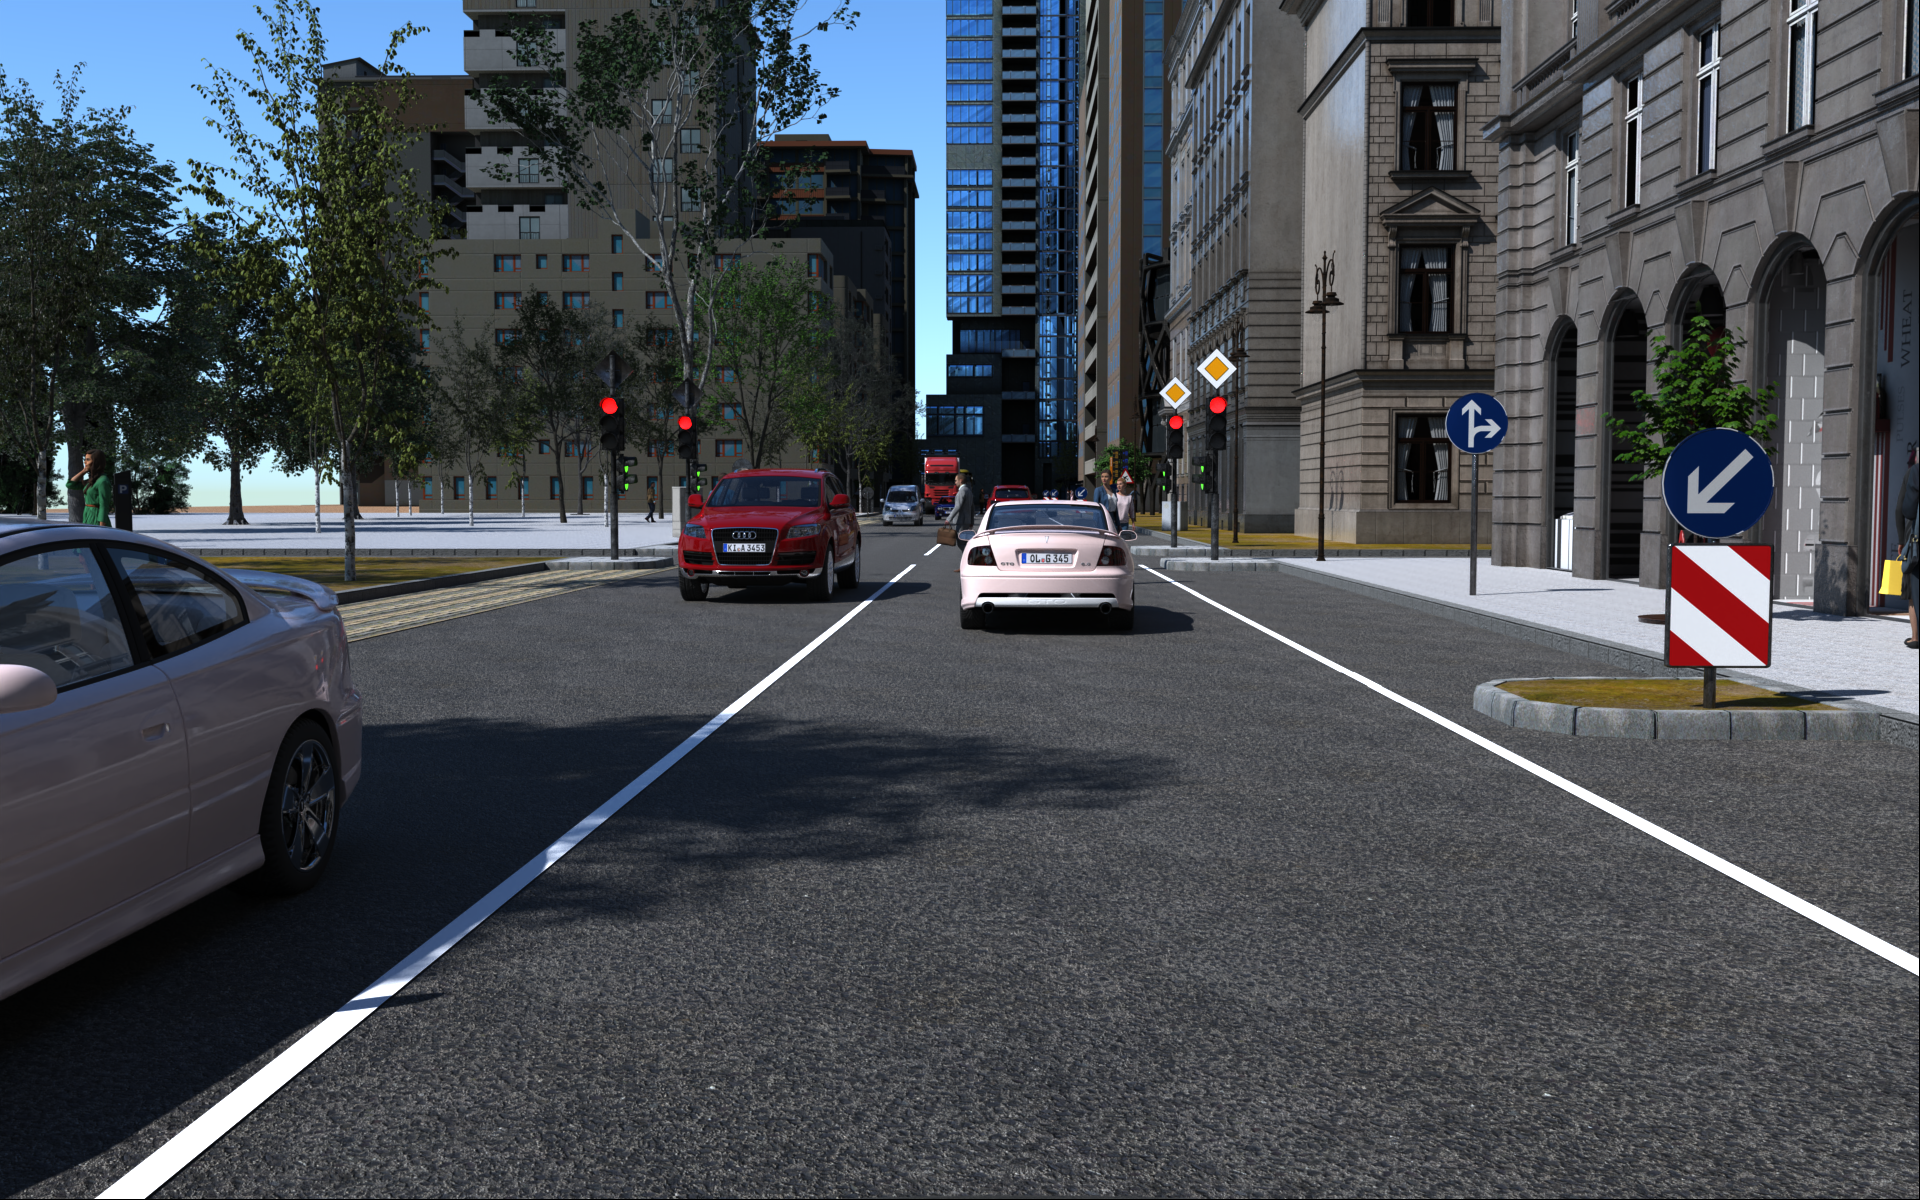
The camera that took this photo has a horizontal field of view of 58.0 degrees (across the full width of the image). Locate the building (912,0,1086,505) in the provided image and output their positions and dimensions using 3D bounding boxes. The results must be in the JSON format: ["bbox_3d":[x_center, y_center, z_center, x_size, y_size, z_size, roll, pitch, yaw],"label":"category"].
[{"bbox_3d":[10.149,-54.989,211.747,31.000,86.520,22.319,0,4,1],"label":"building"}]

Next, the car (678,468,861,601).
[{"bbox_3d":[-2.637,-0.993,24.906,2.281,1.827,5.304,0,4,3],"label":"car"}]

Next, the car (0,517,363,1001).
[{"bbox_3d":[-3.296,0.455,4.927,2.083,1.381,4.827,0,4,2],"label":"car"}]

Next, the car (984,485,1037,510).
[{"bbox_3d":[2.144,-3.943,73.135,2.281,1.827,5.304,0,4,0],"label":"car"}]

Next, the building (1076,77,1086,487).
[{"bbox_3d":[19.698,-32.581,182.815,14.600,45.320,14.200,0,4,1],"label":"building"}]

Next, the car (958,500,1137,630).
[{"bbox_3d":[0.994,-0.449,19.708,2.083,1.381,4.827,0,4,3],"label":"car"}]

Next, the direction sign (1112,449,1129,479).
[{"bbox_3d":[8.105,-5.844,87.538,0.876,3.537,0.379,2,4,30],"label":"direction sign"}]

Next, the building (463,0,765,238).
[{"bbox_3d":[-35.399,-35.897,176.158,27.495,52.752,28.713,0,4,1],"label":"building"}]

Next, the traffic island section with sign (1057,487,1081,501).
[{"bbox_3d":[6.467,-5.241,94.314,1.989,1.847,2.006,0,4,1],"label":"traffic island section with sign"}]

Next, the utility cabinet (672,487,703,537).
[{"bbox_3d":[-8.083,-2.618,51.488,0.318,1.500,1.173,2,4,26],"label":"utility cabinet"}]

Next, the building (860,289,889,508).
[{"bbox_3d":[-21.383,-19.318,160.894,27.650,21.520,28.899,0,4,1],"label":"building"}]

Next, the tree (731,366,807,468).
[{"bbox_3d":[-10.391,-8.957,96.809,4.360,8.622,3.978,0,3,0],"label":"tree"}]

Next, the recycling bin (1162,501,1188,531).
[{"bbox_3d":[7.517,-2.937,60.571,0.722,1.027,0.722,2,4,29],"label":"recycling bin"}]

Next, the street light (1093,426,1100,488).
[{"bbox_3d":[9.040,-8.724,115.419,0.468,5.910,1.993,0,4,1],"label":"street light"}]

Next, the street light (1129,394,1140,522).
[{"bbox_3d":[8.133,-6.587,80.491,0.468,5.910,1.993,0,4,1],"label":"street light"}]

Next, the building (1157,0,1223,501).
[{"bbox_3d":[17.244,-18.197,83.418,13.634,28.700,20.117,0,4,1],"label":"building"}]

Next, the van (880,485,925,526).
[{"bbox_3d":[-2.567,-4.360,78.302,2.013,2.044,4.112,0,4,2],"label":"van"}]

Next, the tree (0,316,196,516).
[{"bbox_3d":[-58.104,-12.641,108.506,18.604,14.587,13.155,1,4,13],"label":"tree"}]

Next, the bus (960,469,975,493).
[{"bbox_3d":[-0.016,-11.268,175.770,2.896,3.916,12.252,0,3,0],"label":"bus"}]

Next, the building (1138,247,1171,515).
[{"bbox_3d":[19.506,-14.709,107.942,16.820,18.784,16.811,0,4,1],"label":"building"}]

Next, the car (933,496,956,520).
[{"bbox_3d":[-0.493,-5.136,96.561,1.945,1.354,3.894,0,4,2],"label":"car"}]

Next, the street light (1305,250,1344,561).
[{"bbox_3d":[6.930,-3.687,33.073,0.468,5.910,1.993,0,4,1],"label":"street light"}]

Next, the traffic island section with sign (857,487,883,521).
[{"bbox_3d":[-4.962,-5.230,94.143,1.989,1.847,2.006,0,4,1],"label":"traffic island section with sign"}]

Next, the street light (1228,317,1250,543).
[{"bbox_3d":[7.245,-4.439,45.367,0.468,5.910,1.993,0,4,1],"label":"street light"}]

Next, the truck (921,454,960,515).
[{"bbox_3d":[-1.246,-8.249,123.792,2.839,4.237,11.283,0,4,0],"label":"truck"}]

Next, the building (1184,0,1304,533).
[{"bbox_3d":[14.165,-13.175,64.567,9.793,20.994,18.267,0,4,1],"label":"building"}]

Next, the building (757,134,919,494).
[{"bbox_3d":[-19.778,-34.192,213.658,28.867,44.769,22.147,0,4,1],"label":"building"}]

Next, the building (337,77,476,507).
[{"bbox_3d":[-56.277,-32.658,184.067,14.200,45.320,14.600,0,4,1],"label":"building"}]

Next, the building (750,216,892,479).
[{"bbox_3d":[-14.383,-25.218,184.008,14.107,30.474,14.160,0,4,1],"label":"building"}]

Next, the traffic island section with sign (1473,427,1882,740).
[{"bbox_3d":[4.407,-0.148,11.053,1.989,1.847,2.006,0,4,1],"label":"traffic island section with sign"}]

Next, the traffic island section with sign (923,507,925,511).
[{"bbox_3d":[-3.061,-9.913,170.711,1.989,1.847,2.006,0,4,1],"label":"traffic island section with sign"}]

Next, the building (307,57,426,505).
[{"bbox_3d":[-62.286,-38.461,218.074,27.495,52.752,28.713,0,4,1],"label":"building"}]

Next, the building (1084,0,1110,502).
[{"bbox_3d":[21.502,-31.789,143.458,21.300,48.544,21.600,0,4,1],"label":"building"}]

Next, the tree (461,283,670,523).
[{"bbox_3d":[-18.019,-8.722,77.019,7.601,10.594,8.767,0,4,7],"label":"tree"}]

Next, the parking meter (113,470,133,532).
[{"bbox_3d":[-20.134,-2.197,41.637,0.399,1.863,0.255,-2,4,-31],"label":"parking meter"}]

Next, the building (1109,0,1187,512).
[{"bbox_3d":[18.122,-29.092,125.768,14.600,45.320,14.200,0,4,1],"label":"building"}]

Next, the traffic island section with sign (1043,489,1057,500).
[{"bbox_3d":[8.352,-9.888,170.297,1.989,1.847,2.006,0,4,1],"label":"traffic island section with sign"}]

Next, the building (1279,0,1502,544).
[{"bbox_3d":[19.349,-11.237,48.355,19.286,19.102,10.561,0,4,1],"label":"building"}]

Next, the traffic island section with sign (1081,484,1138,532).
[{"bbox_3d":[5.783,-3.542,66.537,1.989,1.847,2.006,0,4,1],"label":"traffic island section with sign"}]

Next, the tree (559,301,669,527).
[{"bbox_3d":[-13.589,-7.158,67.390,4.360,8.622,3.978,0,3,0],"label":"tree"}]

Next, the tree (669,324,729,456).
[{"bbox_3d":[-15.699,-9.472,89.286,8.767,10.594,7.601,2,4,30],"label":"tree"}]

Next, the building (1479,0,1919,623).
[{"bbox_3d":[15.175,-10.836,18.971,13.314,21.916,24.055,0,4,1],"label":"building"}]

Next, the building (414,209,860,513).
[{"bbox_3d":[-22.827,-17.548,131.947,27.650,21.520,28.899,0,4,1],"label":"building"}]

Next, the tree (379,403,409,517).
[{"bbox_3d":[-31.652,-8.973,97.078,4.360,8.622,3.978,0,3,0],"label":"tree"}]

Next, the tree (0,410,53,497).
[{"bbox_3d":[-57.980,-8.032,94.237,20.602,7.101,11.467,0,4,2],"label":"tree"}]
